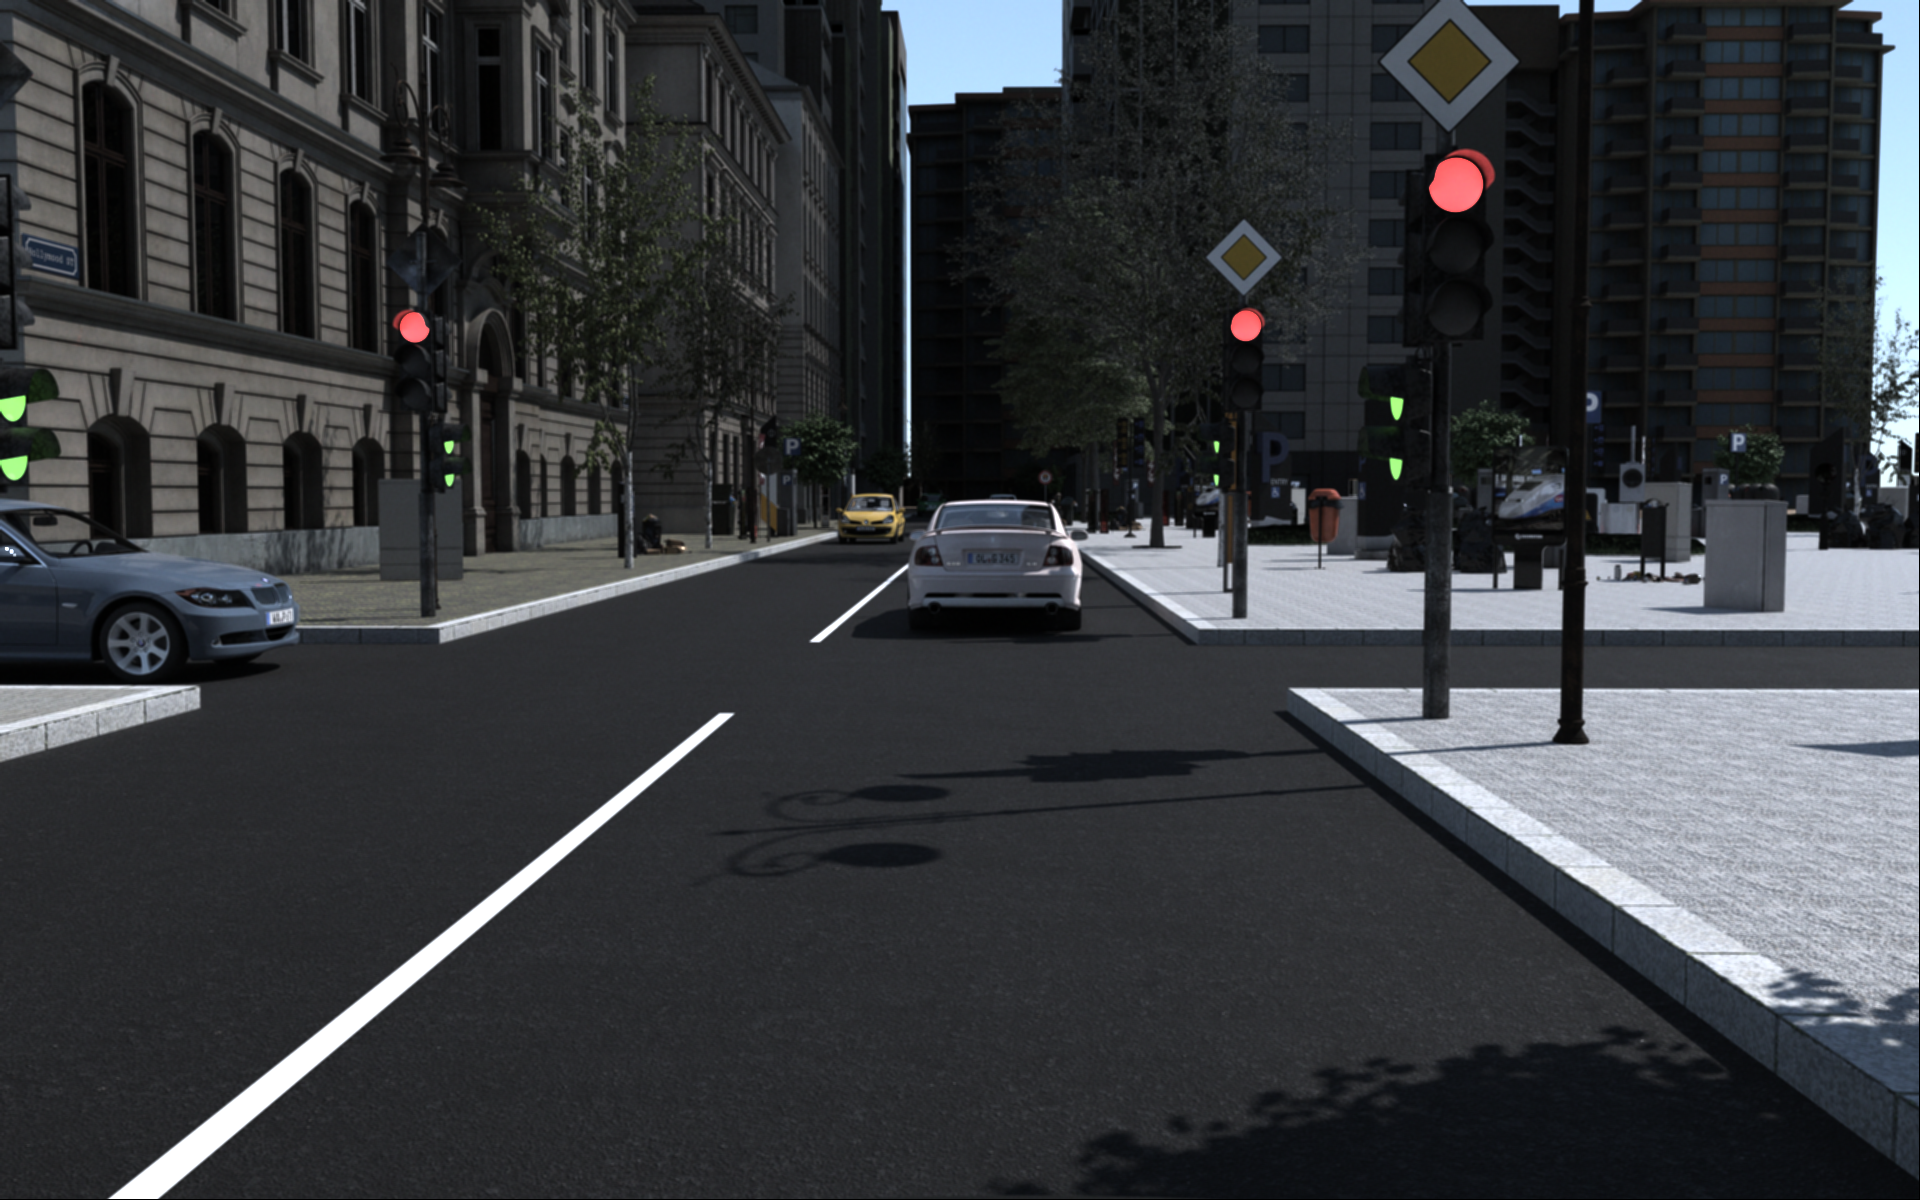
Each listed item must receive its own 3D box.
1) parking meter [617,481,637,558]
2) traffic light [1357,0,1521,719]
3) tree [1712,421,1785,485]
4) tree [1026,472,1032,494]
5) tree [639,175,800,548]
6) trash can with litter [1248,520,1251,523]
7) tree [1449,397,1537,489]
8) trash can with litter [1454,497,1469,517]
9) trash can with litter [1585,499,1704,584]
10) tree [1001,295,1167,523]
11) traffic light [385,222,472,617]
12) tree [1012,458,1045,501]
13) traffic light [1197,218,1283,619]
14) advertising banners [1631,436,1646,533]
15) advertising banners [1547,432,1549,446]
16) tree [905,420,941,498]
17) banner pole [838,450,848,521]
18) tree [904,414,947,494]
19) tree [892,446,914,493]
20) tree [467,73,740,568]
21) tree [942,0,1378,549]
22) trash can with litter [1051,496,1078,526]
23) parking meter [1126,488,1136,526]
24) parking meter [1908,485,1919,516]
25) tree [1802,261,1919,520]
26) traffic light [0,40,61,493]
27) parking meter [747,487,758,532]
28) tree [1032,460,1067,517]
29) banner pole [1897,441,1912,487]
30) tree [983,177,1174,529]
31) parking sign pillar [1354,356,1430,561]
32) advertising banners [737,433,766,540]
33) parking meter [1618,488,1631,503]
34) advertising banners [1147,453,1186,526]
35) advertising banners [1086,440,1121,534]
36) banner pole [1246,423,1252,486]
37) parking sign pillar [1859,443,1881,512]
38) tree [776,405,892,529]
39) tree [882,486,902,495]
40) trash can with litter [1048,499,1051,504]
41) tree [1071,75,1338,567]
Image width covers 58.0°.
[{"bbox_3d":[-6.698,-1.617,34.848,0.372,1.533,0.369,0,3,0],"label":"parking meter"},{"bbox_3d":[2.712,-1.279,9.825,0.839,4.253,0.868,0,4,1],"label":"traffic light"},{"bbox_3d":[35.639,-5.794,78.453,4.285,4.588,4.351,0,3,0],"label":"tree"},{"bbox_3d":[6.131,-9.526,150.358,1.663,3.219,1.824,0,3,0],"label":"tree"},{"bbox_3d":[-5.910,-5.538,40.906,4.360,8.622,3.978,0,3,0],"label":"tree"},{"bbox_3d":[12.697,-3.965,75.882,2.233,1.210,1.678,1,4,20],"label":"trash can with litter"},{"bbox_3d":[17.814,-4.594,58.823,4.285,4.588,4.351,0,3,0],"label":"tree"},{"bbox_3d":[20.186,-3.558,69.555,0.624,1.170,1.055,0,4,8],"label":"trash can with litter"},{"bbox_3d":[10.288,-0.874,25.354,1.678,1.210,2.233,-1,4,-12],"label":"trash can with litter"},{"bbox_3d":[5.261,-8.665,76.080,8.767,10.594,7.601,3,4,38],"label":"tree"},{"bbox_3d":[-5.535,-1.776,17.964,0.839,4.253,0.868,0,4,1],"label":"traffic light"},{"bbox_3d":[6.334,-10.570,156.529,4.285,4.588,4.351,0,3,0],"label":"tree"},{"bbox_3d":[2.875,-1.767,17.808,0.839,4.253,0.868,0,4,1],"label":"traffic light"},{"bbox_3d":[20.257,-3.398,51.745,0.090,3.025,2.074,2,4,32],"label":"advertising banners"},{"bbox_3d":[16.790,-3.268,49.622,0.090,3.025,2.074,1,4,17],"label":"advertising banners"},{"bbox_3d":[-3.863,-13.469,170.578,4.360,8.622,3.978,0,3,0],"label":"tree"},{"bbox_3d":[-5.184,-5.263,76.063,0.401,3.779,0.863,3,4,36],"label":"banner pole"},{"bbox_3d":[-3.127,-12.724,158.399,4.737,8.622,4.395,0,3,0],"label":"tree"},{"bbox_3d":[-4.232,-7.259,102.392,4.285,4.588,4.351,0,3,0],"label":"tree"},{"bbox_3d":[-5.983,-4.857,29.775,4.737,8.622,4.395,0,3,0],"label":"tree"},{"bbox_3d":[4.730,-7.965,40.593,12.009,13.543,11.850,0,3,0],"label":"tree"},{"bbox_3d":[4.260,-3.557,69.542,0.624,1.170,1.055,2,4,25],"label":"trash can with litter"},{"bbox_3d":[6.889,-3.753,69.771,0.372,1.533,0.369,0,3,0],"label":"parking meter"},{"bbox_3d":[25.409,-2.301,46.029,0.372,1.533,0.369,0,3,0],"label":"parking meter"},{"bbox_3d":[28.423,-6.363,54.397,4.360,8.622,3.978,0,3,0],"label":"tree"},{"bbox_3d":[-5.698,-1.288,9.980,0.839,4.253,0.868,0,4,1],"label":"traffic light"},{"bbox_3d":[-7.041,-3.075,58.683,0.372,1.533,0.369,0,3,0],"label":"parking meter"},{"bbox_3d":[5.309,-6.284,97.346,1.663,3.219,1.824,0,3,0],"label":"tree"},{"bbox_3d":[44.265,-5.586,81.342,0.863,3.779,0.401,0,4,-1],"label":"banner pole"},{"bbox_3d":[4.527,-8.842,62.688,7.486,12.596,7.792,0,3,0],"label":"tree"},{"bbox_3d":[8.494,-2.781,33.940,1.447,3.967,1.447,-1,4,-11],"label":"parking sign pillar"},{"bbox_3d":[-5.892,-3.243,49.214,0.090,3.025,2.074,1,4,15],"label":"advertising banners"},{"bbox_3d":[27.101,-3.818,70.831,0.372,1.533,0.369,0,3,0],"label":"parking meter"},{"bbox_3d":[8.294,-4.512,69.952,0.090,3.025,2.074,-3,5,-44],"label":"advertising banners"},{"bbox_3d":[4.700,-3.689,56.509,0.090,3.025,2.074,-2,4,-28],"label":"advertising banners"},{"bbox_3d":[10.132,-4.296,60.256,0.863,3.779,0.401,1,4,22],"label":"banner pole"},{"bbox_3d":[45.096,-5.976,86.178,1.447,3.967,1.447,-1,4,-14],"label":"parking sign pillar"},{"bbox_3d":[-5.273,-4.908,63.961,4.285,4.588,4.351,0,3,0],"label":"tree"},{"bbox_3d":[-4.484,-7.290,113.793,1.663,3.219,1.824,0,3,0],"label":"tree"},{"bbox_3d":[4.655,-4.767,89.324,0.624,1.170,1.055,-3,4,-37],"label":"trash can with litter"},{"bbox_3d":[4.407,-4.890,30.315,4.360,8.622,3.978,0,3,0],"label":"tree"}]
